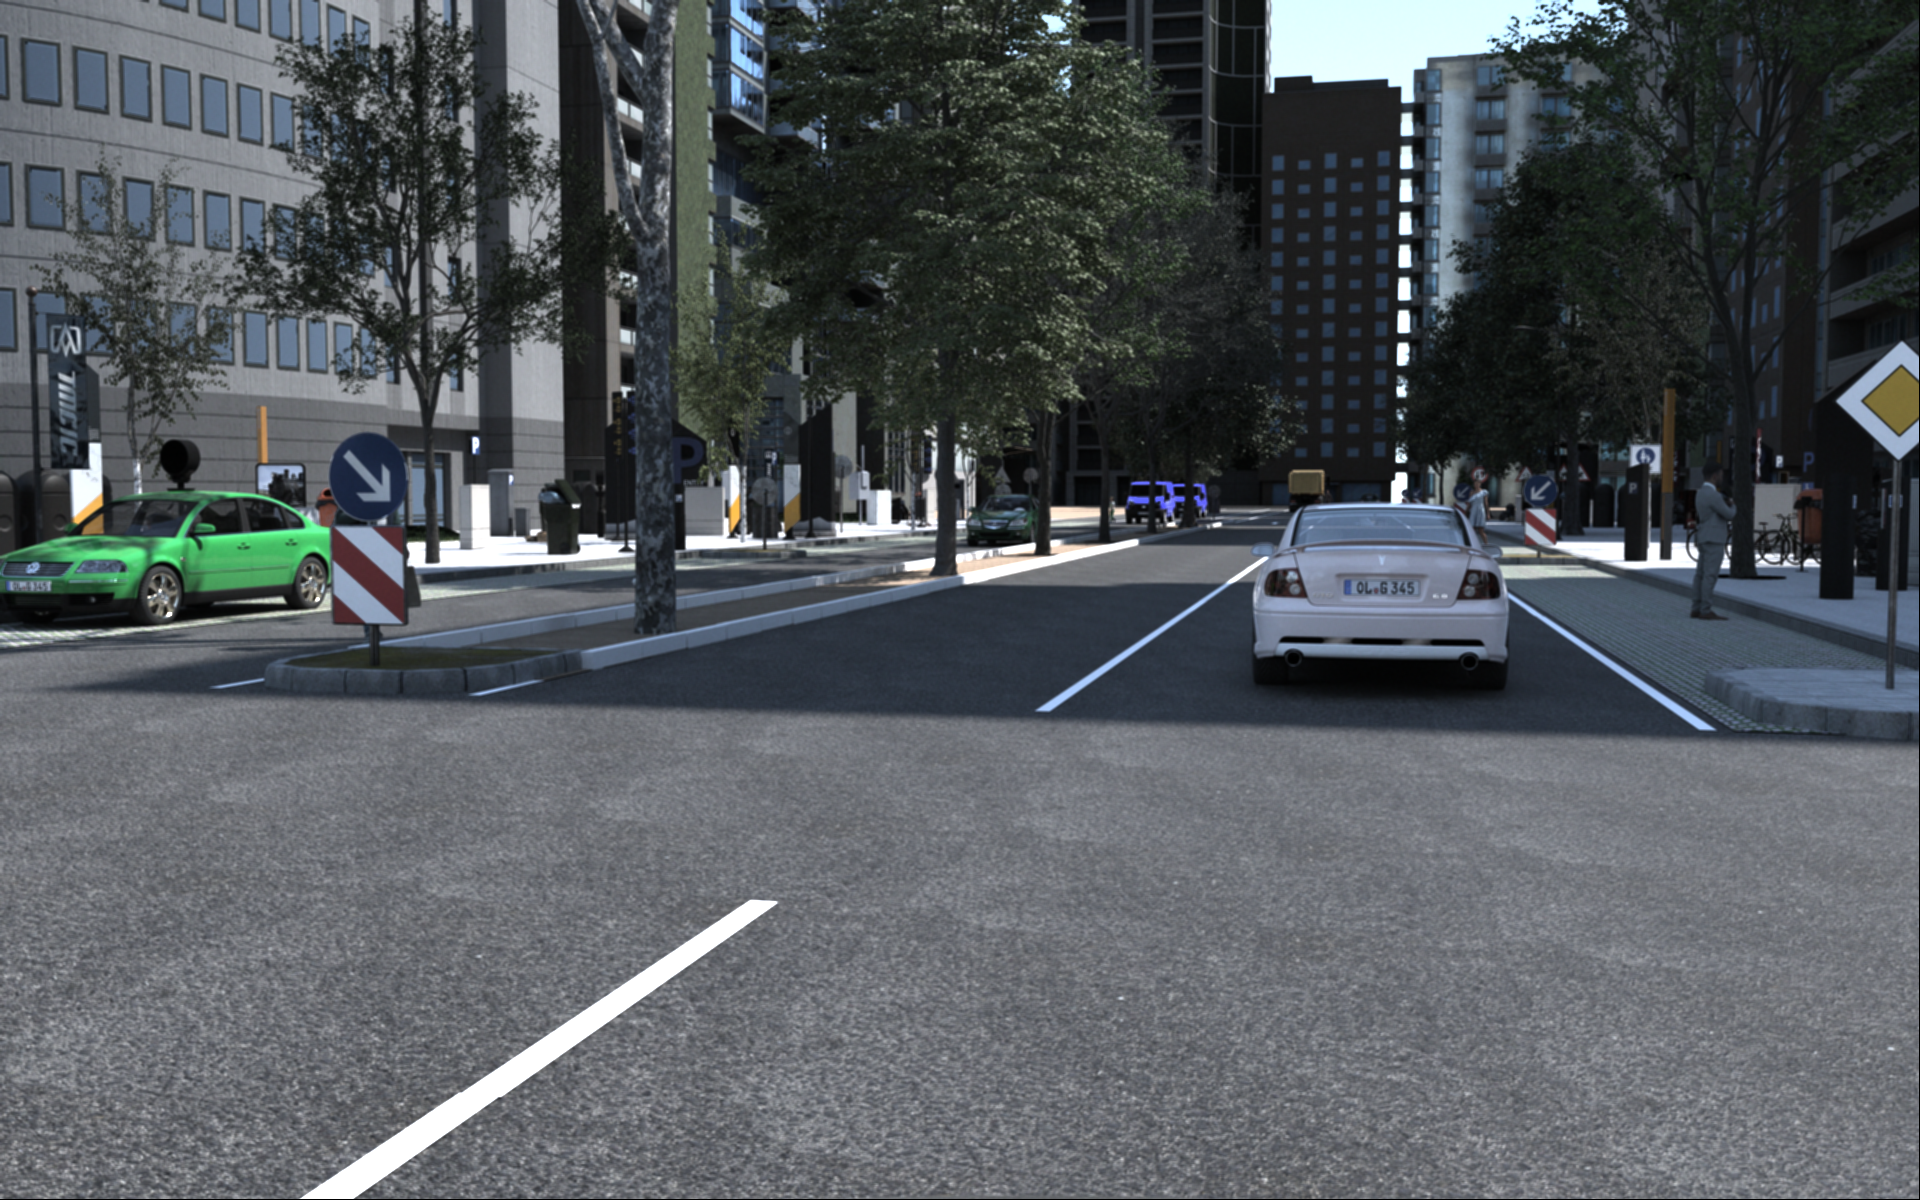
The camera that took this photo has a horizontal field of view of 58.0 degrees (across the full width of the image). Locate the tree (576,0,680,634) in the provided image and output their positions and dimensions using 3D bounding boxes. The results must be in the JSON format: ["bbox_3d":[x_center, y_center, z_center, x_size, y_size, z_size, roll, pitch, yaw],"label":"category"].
[{"bbox_3d":[-4.121,-9.782,18.282,12.611,20.169,13.585,0,3,0],"label":"tree"}]

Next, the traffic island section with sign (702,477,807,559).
[{"bbox_3d":[-4.556,-1.865,39.117,1.989,1.847,2.006,1,4,13],"label":"traffic island section with sign"}]

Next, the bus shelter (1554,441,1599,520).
[{"bbox_3d":[27.994,-5.384,79.319,1.731,3.624,6.357,1,4,13],"label":"bus shelter"}]

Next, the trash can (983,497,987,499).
[{"bbox_3d":[1.478,-4.344,82.676,0.748,1.137,0.748,0,3,0],"label":"trash can"}]

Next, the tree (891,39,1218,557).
[{"bbox_3d":[1.994,-6.805,39.479,9.928,11.665,9.643,0,3,0],"label":"tree"}]

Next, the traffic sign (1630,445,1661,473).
[{"bbox_3d":[14.129,-2.057,35.755,0.606,2.300,0.079,1,4,18],"label":"traffic sign"}]

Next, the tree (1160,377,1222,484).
[{"bbox_3d":[21.845,-15.754,164.236,9.857,13.997,8.962,0,3,0],"label":"tree"}]

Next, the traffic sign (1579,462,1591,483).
[{"bbox_3d":[25.328,-4.332,70.824,0.884,2.594,0.081,1,4,15],"label":"traffic sign"}]

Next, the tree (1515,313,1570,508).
[{"bbox_3d":[22.020,-7.113,66.661,4.737,8.622,4.395,0,3,0],"label":"tree"}]

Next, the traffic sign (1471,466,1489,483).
[{"bbox_3d":[23.900,-4.867,79.685,0.768,2.556,0.104,1,4,17],"label":"traffic sign"}]

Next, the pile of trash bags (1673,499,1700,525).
[{"bbox_3d":[31.571,-3.859,72.844,3.447,1.369,1.912,2,4,34],"label":"pile of trash bags"}]

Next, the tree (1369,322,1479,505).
[{"bbox_3d":[34.278,-13.032,123.441,12.009,13.543,11.850,0,3,0],"label":"tree"}]

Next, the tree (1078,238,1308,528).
[{"bbox_3d":[9.647,-9.366,72.602,9.611,12.733,9.660,0,3,0],"label":"tree"}]

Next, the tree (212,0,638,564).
[{"bbox_3d":[-9.677,-5.971,32.039,8.767,10.594,7.601,0,4,7],"label":"tree"}]

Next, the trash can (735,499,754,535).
[{"bbox_3d":[-6.829,-2.627,54.611,0.748,1.137,0.748,0,3,0],"label":"trash can"}]

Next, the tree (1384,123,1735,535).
[{"bbox_3d":[19.167,-8.373,53.906,9.611,12.733,9.660,0,3,0],"label":"tree"}]

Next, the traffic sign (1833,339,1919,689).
[{"bbox_3d":[6.116,-0.470,11.333,0.795,2.450,0.064,1,4,13],"label":"traffic sign"}]

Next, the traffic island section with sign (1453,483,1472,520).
[{"bbox_3d":[17.813,-3.259,61.918,1.989,1.847,2.006,1,4,13],"label":"traffic island section with sign"}]

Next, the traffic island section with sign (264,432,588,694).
[{"bbox_3d":[-4.237,-0.325,13.443,2.006,1.907,1.989,1,4,13],"label":"traffic island section with sign"}]

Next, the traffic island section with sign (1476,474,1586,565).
[{"bbox_3d":[11.752,-1.653,35.650,1.989,1.847,2.006,1,4,13],"label":"traffic island section with sign"}]

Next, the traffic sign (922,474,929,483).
[{"bbox_3d":[-1.817,-4.980,81.524,0.768,2.556,0.104,1,4,16],"label":"traffic sign"}]

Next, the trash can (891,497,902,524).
[{"bbox_3d":[-2.882,-3.875,75.011,0.748,1.137,0.748,0,3,0],"label":"trash can"}]

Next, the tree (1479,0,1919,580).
[{"bbox_3d":[11.858,-6.139,26.130,9.928,11.665,9.643,0,3,0],"label":"tree"}]

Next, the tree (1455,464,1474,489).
[{"bbox_3d":[31.538,-6.977,108.675,1.663,3.219,1.824,0,3,0],"label":"tree"}]

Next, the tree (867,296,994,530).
[{"bbox_3d":[-1.647,-6.833,62.078,4.737,8.622,4.395,0,3,0],"label":"tree"}]

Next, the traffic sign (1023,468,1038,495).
[{"bbox_3d":[3.414,-5.139,84.130,0.768,2.556,0.104,1,4,22],"label":"traffic sign"}]

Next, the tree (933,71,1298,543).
[{"bbox_3d":[4.238,-8.405,50.242,12.009,13.543,11.850,0,3,0],"label":"tree"}]

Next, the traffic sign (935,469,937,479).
[{"bbox_3d":[-0.828,-4.911,80.408,0.768,2.556,0.104,1,4,17],"label":"traffic sign"}]

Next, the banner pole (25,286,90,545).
[{"bbox_3d":[-11.043,-1.905,21.158,0.401,3.779,0.863,3,4,38],"label":"banner pole"}]

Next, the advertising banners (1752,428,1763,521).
[{"bbox_3d":[20.605,-2.997,45.191,0.090,3.025,2.074,3,5,40],"label":"advertising banners"}]

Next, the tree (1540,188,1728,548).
[{"bbox_3d":[16.033,-5.529,40.769,4.360,8.622,3.978,0,3,0],"label":"tree"}]

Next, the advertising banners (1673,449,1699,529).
[{"bbox_3d":[26.556,-4.079,62.876,2.074,3.025,0.090,-1,4,-13],"label":"advertising banners"}]

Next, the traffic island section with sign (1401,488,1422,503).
[{"bbox_3d":[29.112,-6.252,110.847,1.989,1.847,2.006,1,4,13],"label":"traffic island section with sign"}]

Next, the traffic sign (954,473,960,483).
[{"bbox_3d":[-0.437,-5.058,82.694,0.884,2.594,0.081,1,4,17],"label":"traffic sign"}]

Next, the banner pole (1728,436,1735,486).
[{"bbox_3d":[29.433,-4.610,65.383,0.863,3.779,0.401,1,4,12],"label":"banner pole"}]

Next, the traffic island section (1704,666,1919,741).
[{"bbox_3d":[6.140,0.665,11.405,2.009,0.180,2.903,1,4,13],"label":"traffic island section"}]

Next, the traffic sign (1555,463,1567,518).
[{"bbox_3d":[25.139,-4.414,72.169,0.884,2.594,0.081,1,4,17],"label":"traffic sign"}]

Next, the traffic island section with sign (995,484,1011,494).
[{"bbox_3d":[1.582,-3.494,65.751,1.989,1.847,2.006,1,4,13],"label":"traffic island section with sign"}]

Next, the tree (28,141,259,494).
[{"bbox_3d":[-17.513,-5.315,37.271,4.360,8.622,3.978,0,3,0],"label":"tree"}]

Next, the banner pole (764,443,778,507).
[{"bbox_3d":[-9.123,-5.756,84.133,0.863,3.779,0.401,-2,4,-27],"label":"banner pole"}]

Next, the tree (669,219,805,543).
[{"bbox_3d":[-5.921,-5.812,45.389,4.737,8.622,4.395,0,3,0],"label":"tree"}]

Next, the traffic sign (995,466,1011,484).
[{"bbox_3d":[1.907,-4.882,79.824,0.884,2.594,0.081,1,4,14],"label":"traffic sign"}]

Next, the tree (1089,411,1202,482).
[{"bbox_3d":[14.557,-12.258,134.833,8.767,10.594,7.601,-1,4,-11],"label":"tree"}]

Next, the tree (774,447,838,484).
[{"bbox_3d":[-7.975,-6.501,90.009,4.285,4.588,4.351,0,3,0],"label":"tree"}]

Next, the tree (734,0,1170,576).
[{"bbox_3d":[-0.264,-6.715,30.382,7.486,12.596,7.792,0,3,0],"label":"tree"}]

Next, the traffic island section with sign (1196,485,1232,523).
[{"bbox_3d":[12.648,-4.803,86.667,2.006,1.907,1.989,1,4,13],"label":"traffic island section with sign"}]

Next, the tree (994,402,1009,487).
[{"bbox_3d":[0.352,-7.648,75.403,4.737,8.622,4.395,0,3,0],"label":"tree"}]

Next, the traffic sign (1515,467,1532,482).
[{"bbox_3d":[23.918,-4.477,73.209,0.884,2.594,0.081,1,4,18],"label":"traffic sign"}]

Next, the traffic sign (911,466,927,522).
[{"bbox_3d":[-1.912,-4.865,79.653,0.768,2.556,0.104,1,4,17],"label":"traffic sign"}]

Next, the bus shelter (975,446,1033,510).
[{"bbox_3d":[2.251,-5.840,86.768,1.731,3.624,6.357,1,4,13],"label":"bus shelter"}]

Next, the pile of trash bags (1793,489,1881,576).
[{"bbox_3d":[14.730,-1.082,27.443,1.912,1.369,3.447,-2,4,-25],"label":"pile of trash bags"}]

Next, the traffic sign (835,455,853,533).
[{"bbox_3d":[-3.893,-3.467,56.792,0.768,2.556,0.104,1,4,17],"label":"traffic sign"}]

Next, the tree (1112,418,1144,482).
[{"bbox_3d":[12.691,-10.632,124.198,4.360,8.622,3.978,0,3,0],"label":"tree"}]
